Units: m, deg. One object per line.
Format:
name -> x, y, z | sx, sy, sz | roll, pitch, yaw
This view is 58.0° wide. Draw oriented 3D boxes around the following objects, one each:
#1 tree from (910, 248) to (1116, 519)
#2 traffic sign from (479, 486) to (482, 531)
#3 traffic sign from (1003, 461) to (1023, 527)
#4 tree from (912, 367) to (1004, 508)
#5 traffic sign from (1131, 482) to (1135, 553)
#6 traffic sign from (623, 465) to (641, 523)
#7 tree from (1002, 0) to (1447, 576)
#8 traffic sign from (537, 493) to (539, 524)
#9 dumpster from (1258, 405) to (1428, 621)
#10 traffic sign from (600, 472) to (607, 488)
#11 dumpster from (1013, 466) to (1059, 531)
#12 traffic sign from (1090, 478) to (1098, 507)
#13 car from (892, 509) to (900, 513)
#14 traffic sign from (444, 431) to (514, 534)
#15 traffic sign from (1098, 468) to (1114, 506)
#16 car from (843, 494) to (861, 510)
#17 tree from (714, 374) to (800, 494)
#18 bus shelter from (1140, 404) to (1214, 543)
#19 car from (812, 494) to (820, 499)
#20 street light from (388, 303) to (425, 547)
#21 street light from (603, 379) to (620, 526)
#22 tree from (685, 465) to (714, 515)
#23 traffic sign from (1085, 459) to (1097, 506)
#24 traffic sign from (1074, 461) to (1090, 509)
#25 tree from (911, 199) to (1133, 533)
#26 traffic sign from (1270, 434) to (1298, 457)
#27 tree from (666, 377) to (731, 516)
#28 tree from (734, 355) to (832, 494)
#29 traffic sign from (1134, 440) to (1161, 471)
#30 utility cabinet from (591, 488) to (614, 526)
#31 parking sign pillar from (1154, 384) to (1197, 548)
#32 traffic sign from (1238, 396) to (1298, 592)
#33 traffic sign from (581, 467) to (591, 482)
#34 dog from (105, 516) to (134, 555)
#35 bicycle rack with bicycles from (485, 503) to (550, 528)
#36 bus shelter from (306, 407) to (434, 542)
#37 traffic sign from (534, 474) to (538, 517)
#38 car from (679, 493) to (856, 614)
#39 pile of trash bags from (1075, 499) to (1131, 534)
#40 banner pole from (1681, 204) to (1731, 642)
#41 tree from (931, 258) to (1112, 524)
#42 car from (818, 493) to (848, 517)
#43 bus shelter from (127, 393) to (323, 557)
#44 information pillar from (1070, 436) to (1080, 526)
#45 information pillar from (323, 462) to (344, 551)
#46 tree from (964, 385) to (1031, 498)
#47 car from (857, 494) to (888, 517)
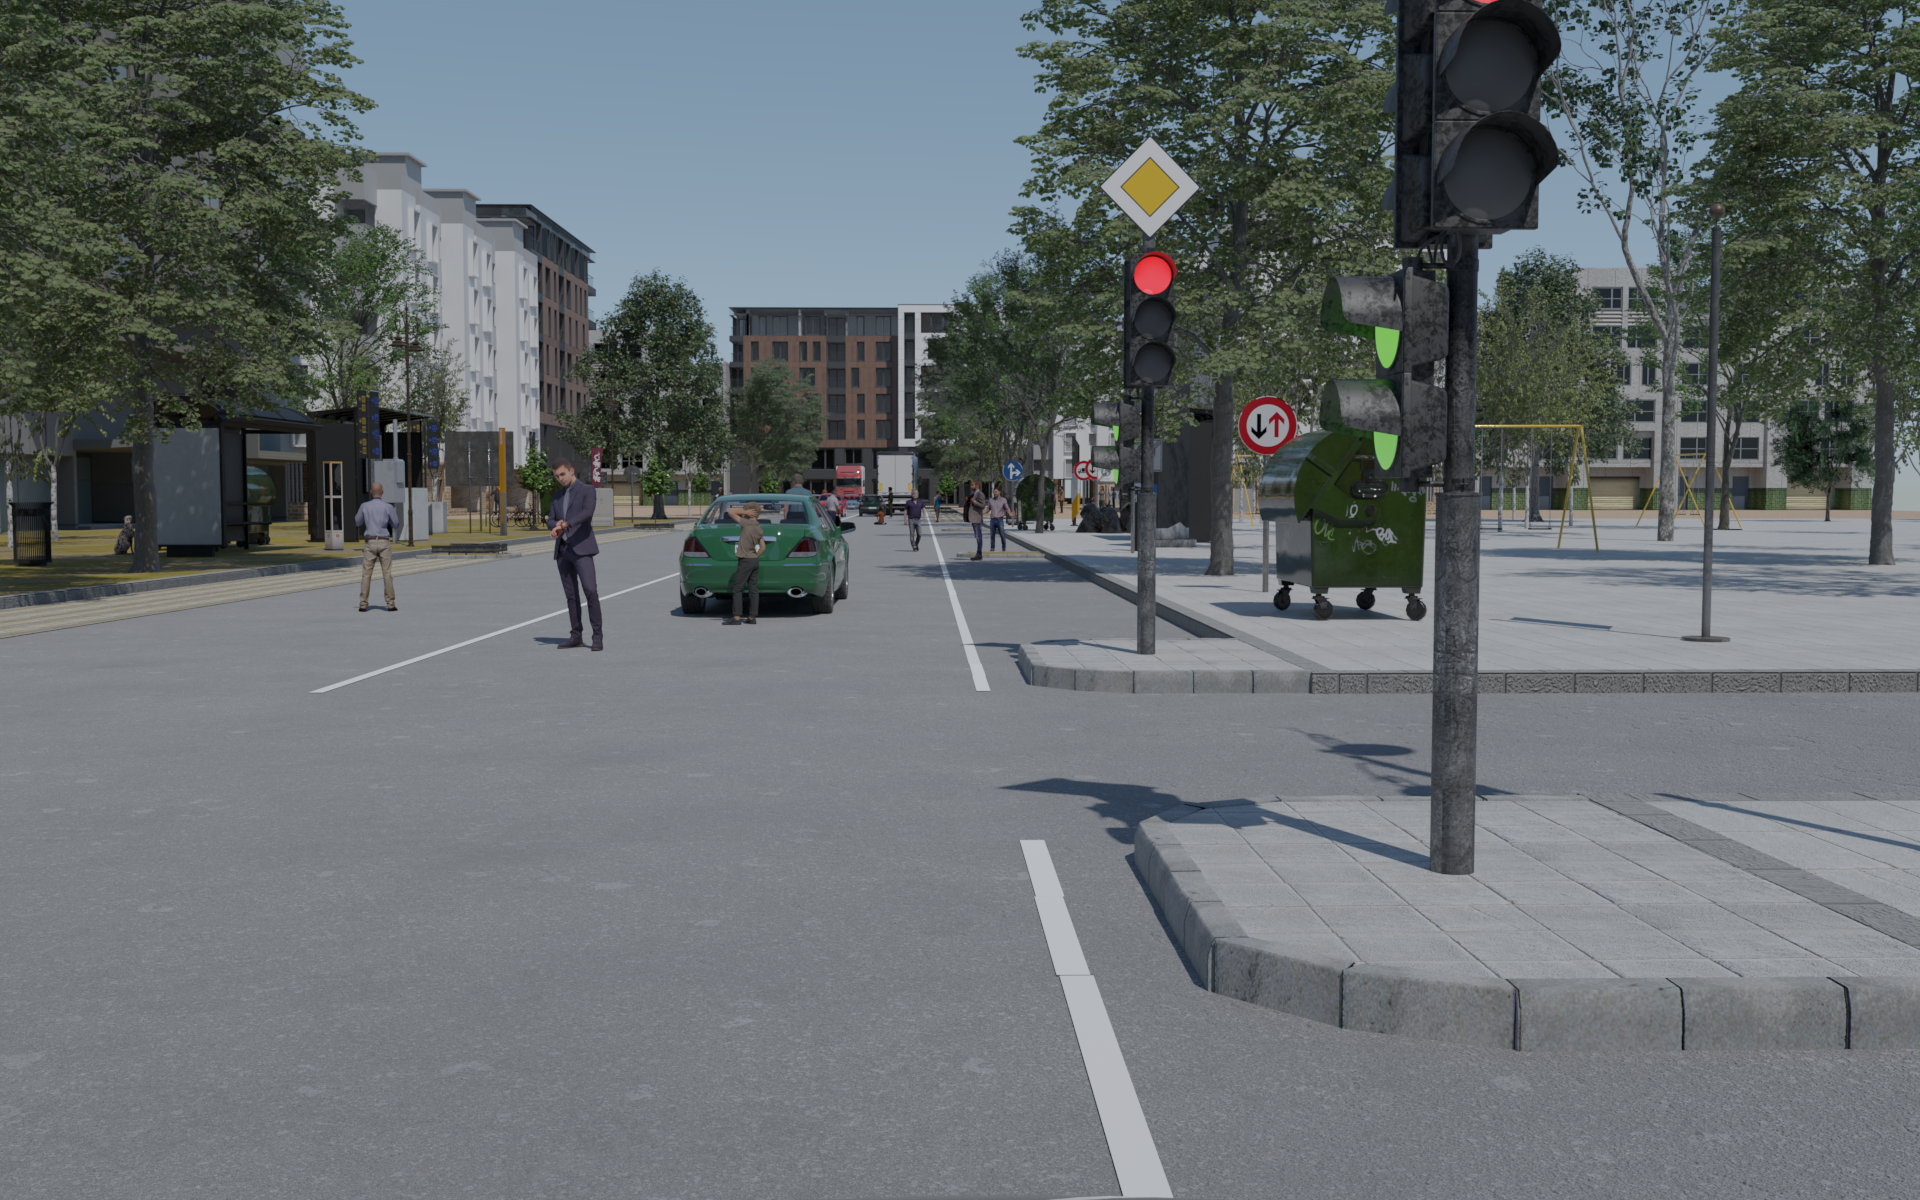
tree -> 2.554, -10.833, 87.486 | 12.009, 13.543, 11.850 | 0, 3, 0
traffic sign -> -16.424, -3.622, 59.322 | 0.768, 2.556, 0.104 | 0, 4, 7
traffic sign -> 2.036, -4.079, 66.797 | 0.768, 2.556, 0.104 | 0, 4, 3
tree -> 0.269, -15.611, 161.893 | 9.857, 13.997, 8.962 | 0, 3, 0
traffic sign -> 3.738, -2.283, 37.427 | 0.768, 2.556, 0.104 | 0, 4, 2
traffic sign -> -14.487, -4.674, 76.529 | 0.768, 2.556, 0.104 | 0, 3, 0
tree -> 4.552, -6.662, 27.056 | 7.486, 12.596, 7.792 | 0, 3, 0
traffic sign -> -18.149, -4.548, 74.466 | 0.768, 2.556, 0.104 | 0, 4, 2
dumpster -> 4.070, -0.965, 18.267 | 1.502, 2.255, 1.985 | 0, 4, -1
traffic sign -> -16.561, -4.754, 79.849 | 0.606, 2.300, 0.079 | 0, 4, 6
dumpster -> 2.668, -3.587, 61.133 | 1.502, 2.255, 1.985 | 0, 4, -1
traffic sign -> 5.470, -4.226, 69.203 | 0.768, 2.556, 0.104 | 0, 4, 8
car -> -4.356, -7.484, 131.156 | 1.959, 1.807, 4.718 | 0, 4, 0
traffic sign -> -15.569, -3.807, 56.114 | 2.265, 3.308, 0.079 | 0, 4, 3
traffic sign -> 5.042, -3.531, 59.866 | 0.606, 2.300, 0.079 | 0, 4, 6
car -> -8.668, -7.752, 138.747 | 2.014, 1.417, 4.499 | 0, 4, -3
tree -> -16.054, -12.204, 133.949 | 7.601, 10.594, 8.767 | 1, 4, 10
bus shelter -> 5.983, -3.488, 48.314 | 1.731, 3.624, 6.357 | 0, 4, -1
car -> -9.835, -6.349, 115.802 | 2.014, 1.417, 4.499 | 0, 4, -2
street light -> -13.394, -4.238, 42.075 | 0.468, 5.910, 1.993 | 0, 4, -1
street light -> -13.978, -5.921, 69.595 | 0.468, 5.910, 1.993 | 0, 4, -1
tree -> -15.667, -6.712, 104.348 | 1.663, 3.219, 1.824 | 0, 3, 0
traffic sign -> 4.764, -3.715, 60.843 | 0.768, 2.556, 0.104 | 0, 4, 4
traffic sign -> 4.703, -4.027, 65.948 | 0.768, 2.556, 0.104 | 0, 4, 1
tree -> 2.560, -7.426, 55.831 | 8.767, 10.594, 7.601 | 0, 4, 1
traffic sign -> 6.233, -2.047, 33.567 | 0.768, 2.556, 0.104 | 0, 4, 1
tree -> -15.378, -9.131, 99.651 | 4.737, 8.622, 4.395 | 0, 3, 0
tree -> -16.251, -15.320, 157.140 | 9.857, 13.997, 8.962 | 0, 3, 0
traffic sign -> 3.435, -1.834, 32.109 | 0.606, 2.300, 0.079 | 0, 4, 5
utility cabinet -> -14.161, -3.612, 67.742 | 1.173, 1.500, 0.318 | -2, 4, -35
parking sign pillar -> 5.036, -3.279, 42.090 | 1.447, 3.967, 1.447 | 3, 5, 42
traffic sign -> 3.992, -1.373, 22.560 | 0.768, 2.556, 0.104 | 0, 4, 2
traffic sign -> -17.168, -4.901, 80.245 | 0.768, 2.556, 0.104 | 0, 4, 2
dog -> -17.855, -1.368, 36.748 | 0.513, 0.831, 0.800 | 3, 5, 44
bicycle rack with bicycles -> -17.217, -3.323, 67.708 | 2.925, 0.926, 2.852 | -2, 4, -29
bus shelter -> -16.552, -3.526, 48.940 | 1.731, 3.624, 6.357 | 0, 4, -1
traffic sign -> -17.902, -4.443, 72.743 | 0.768, 2.556, 0.104 | 0, 4, 0
car -> -2.431, -0.634, 22.169 | 2.131, 1.459, 4.920 | 0, 4, 0
pile of trash bags -> 5.315, -2.870, 56.681 | 1.912, 1.369, 3.447 | -2, 4, -31
banner pole -> 6.624, -1.544, 15.257 | 0.401, 3.779, 0.863 | 2, 4, 24
tree -> 2.782, -9.091, 74.401 | 9.928, 11.665, 9.643 | 0, 3, 0
car -> -8.057, -6.062, 108.149 | 2.155, 1.783, 4.494 | 0, 4, -1
bus shelter -> -15.776, -2.674, 37.639 | 2.014, 3.302, 5.546 | 0, 4, -1
information pillar -> 4.611, -4.757, 69.133 | 0.183, 3.616, 0.504 | -2, 4, -27
information pillar -> -14.227, -2.131, 39.333 | 0.304, 2.012, 0.304 | 3, 4, 38
tree -> 2.342, -9.811, 110.764 | 4.737, 8.622, 4.395 | 0, 3, 0
car -> -5.639, -6.202, 111.184 | 2.009, 1.686, 4.222 | 0, 4, -3
